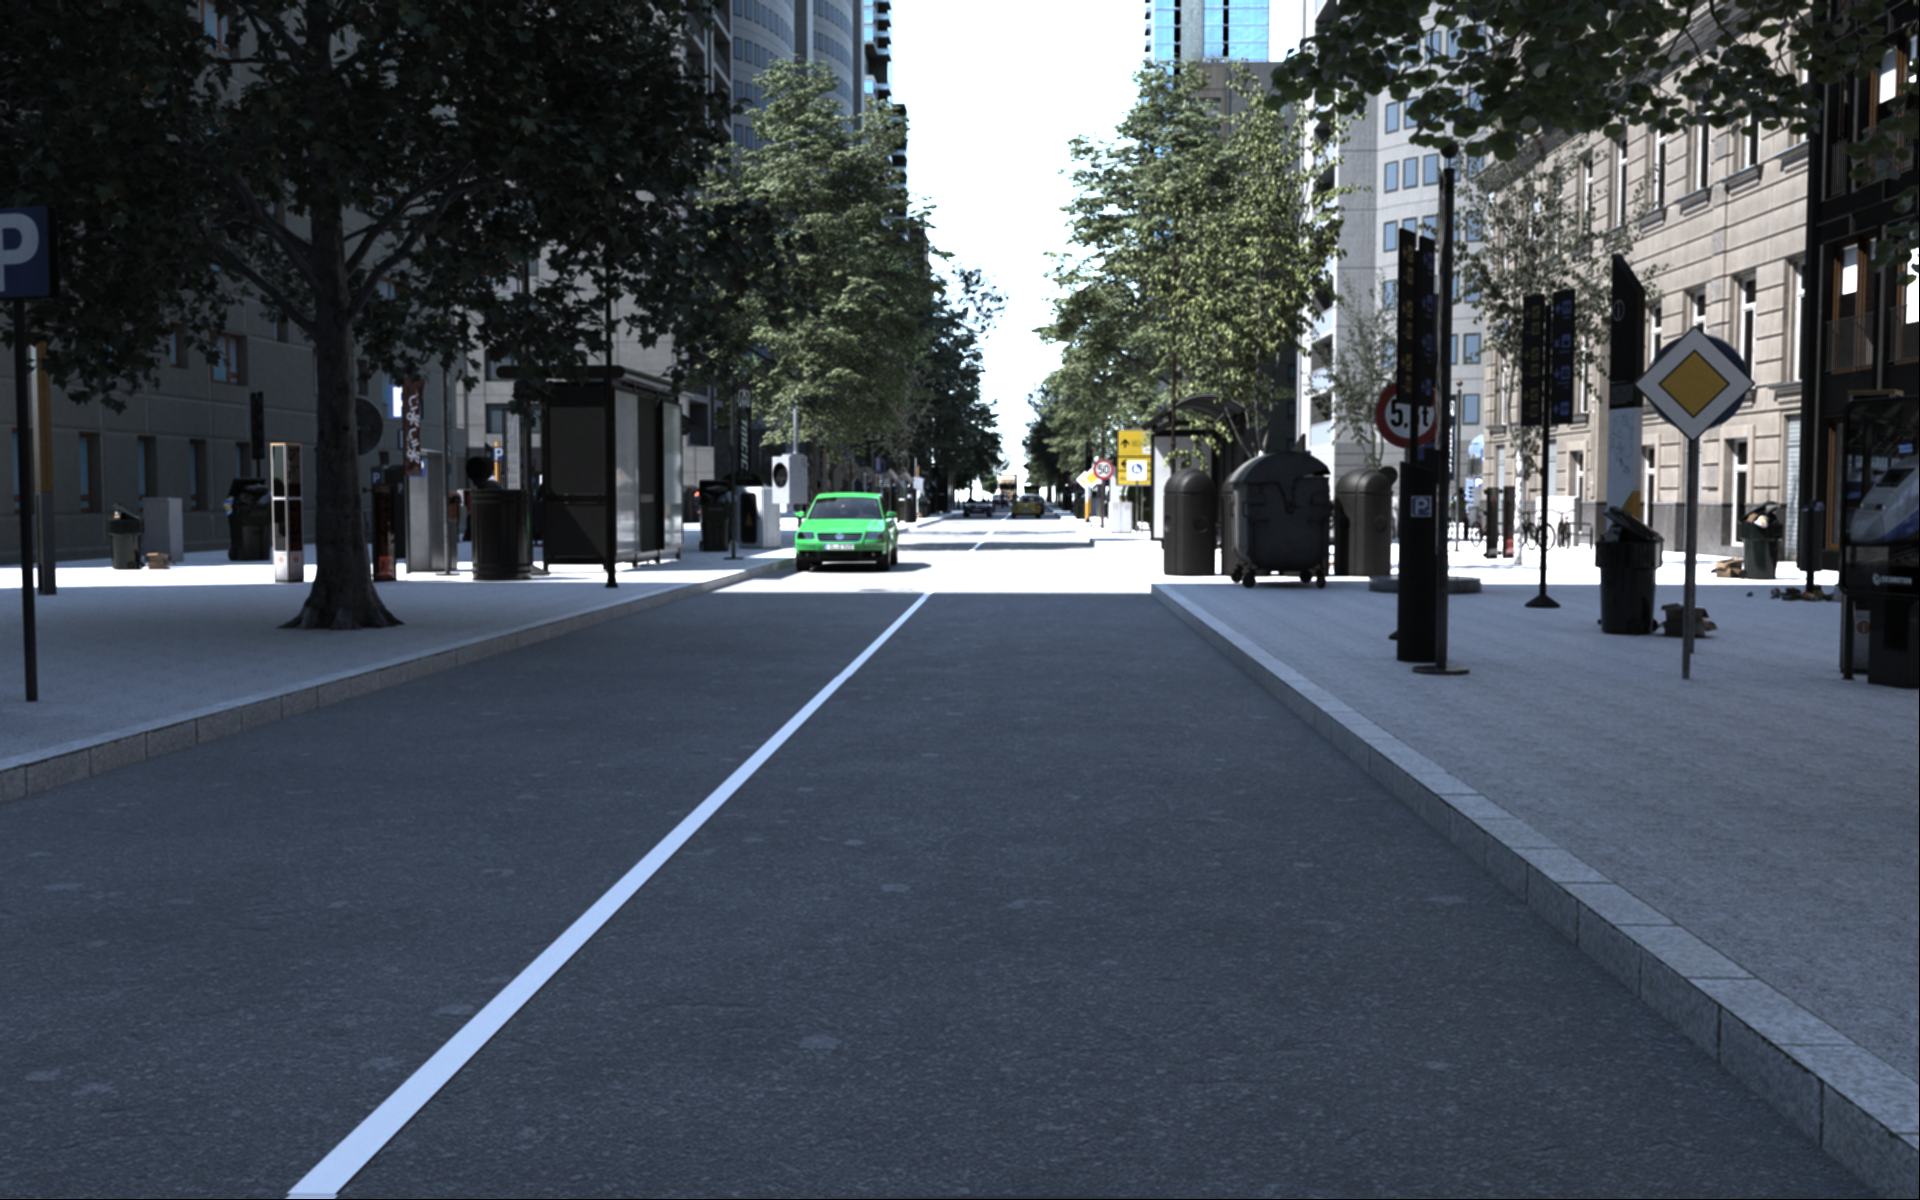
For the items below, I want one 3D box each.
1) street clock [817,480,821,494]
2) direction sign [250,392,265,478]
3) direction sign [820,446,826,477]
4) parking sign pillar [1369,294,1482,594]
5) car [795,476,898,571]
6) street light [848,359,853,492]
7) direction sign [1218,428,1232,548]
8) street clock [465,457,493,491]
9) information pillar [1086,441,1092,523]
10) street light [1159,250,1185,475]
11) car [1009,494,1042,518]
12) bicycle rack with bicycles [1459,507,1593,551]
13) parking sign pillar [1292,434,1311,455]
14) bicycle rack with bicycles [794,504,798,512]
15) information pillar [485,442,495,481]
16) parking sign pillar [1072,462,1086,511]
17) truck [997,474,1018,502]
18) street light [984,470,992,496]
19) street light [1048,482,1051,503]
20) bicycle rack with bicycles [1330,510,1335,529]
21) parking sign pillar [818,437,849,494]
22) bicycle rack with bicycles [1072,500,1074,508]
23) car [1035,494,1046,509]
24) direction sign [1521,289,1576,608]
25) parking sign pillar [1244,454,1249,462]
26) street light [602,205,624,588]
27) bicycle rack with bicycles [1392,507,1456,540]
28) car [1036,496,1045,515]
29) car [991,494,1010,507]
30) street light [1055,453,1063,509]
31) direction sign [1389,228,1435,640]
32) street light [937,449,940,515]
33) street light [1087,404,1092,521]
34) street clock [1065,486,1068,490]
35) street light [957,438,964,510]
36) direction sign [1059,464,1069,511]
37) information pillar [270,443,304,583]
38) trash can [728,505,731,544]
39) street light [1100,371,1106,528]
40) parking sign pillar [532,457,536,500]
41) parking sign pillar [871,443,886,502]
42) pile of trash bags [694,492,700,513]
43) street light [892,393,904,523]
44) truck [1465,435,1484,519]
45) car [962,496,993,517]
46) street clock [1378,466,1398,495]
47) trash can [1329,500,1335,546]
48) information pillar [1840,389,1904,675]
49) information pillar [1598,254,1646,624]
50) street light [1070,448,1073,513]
[{"bbox_3d":[-7.561,-5.286,90.997,0.471,2.002,0.358,-1,4,-16],"label":"street clock"},{"bbox_3d":[-15.669,-2.856,38.690,0.379,3.537,0.876,-3,4,-37],"label":"direction sign"},{"bbox_3d":[-6.193,-5.458,81.242,0.876,3.537,0.379,-2,4,-35],"label":"direction sign"},{"bbox_3d":[6.149,-2.099,22.795,1.447,3.967,1.447,1,4,12],"label":"parking sign pillar"},{"bbox_3d":[-2.164,-1.522,33.689,1.959,1.807,4.718,0,4,1],"label":"car"},{"bbox_3d":[-3.545,-5.077,55.797,0.468,5.910,1.993,0,4,2],"label":"street light"},{"bbox_3d":[6.280,-3.014,41.276,0.379,3.537,0.876,-1,4,-14],"label":"direction sign"},{"bbox_3d":[-9.291,-1.770,33.516,0.471,2.002,0.358,1,4,17],"label":"street clock"},{"bbox_3d":[5.745,-5.253,77.235,0.183,3.616,0.504,2,4,32],"label":"information pillar"},{"bbox_3d":[4.058,-3.677,32.907,0.468,5.910,1.993,0,4,2],"label":"street light"},{"bbox_3d":[3.935,-5.703,103.463,2.015,1.641,3.980,0,4,1],"label":"car"},{"bbox_3d":[13.369,-1.638,40.167,2.852,0.926,2.925,0,4,1],"label":"bicycle rack with bicycles"},{"bbox_3d":[15.276,-5.470,77.901,1.447,3.967,1.447,-1,4,-16],"label":"parking sign pillar"},{"bbox_3d":[-11.042,-6.799,124.552,2.925,0.926,2.852,1,4,23],"label":"bicycle rack with bicycles"},{"bbox_3d":[-21.136,-5.296,77.943,0.504,3.616,0.183,-3,5,-42],"label":"information pillar"},{"bbox_3d":[8.608,-8.129,121.385,1.447,3.967,1.447,-3,5,-40],"label":"parking sign pillar"},{"bbox_3d":[6.733,-15.471,241.859,2.839,4.237,11.283,0,4,3],"label":"truck"},{"bbox_3d":[3.703,-16.003,234.431,0.468,5.910,1.993,0,4,2],"label":"street light"},{"bbox_3d":[11.927,-15.412,224.767,0.468,5.910,1.993,0,4,2],"label":"street light"},{"bbox_3d":[12.889,-3.019,62.739,2.925,0.926,2.852,2,4,25],"label":"bicycle rack with bicycles"},{"bbox_3d":[-5.536,-5.430,77.251,1.447,3.967,1.447,3,5,42],"label":"parking sign pillar"},{"bbox_3d":[10.460,-7.982,143.894,2.925,0.926,2.852,1,4,18],"label":"bicycle rack with bicycles"},{"bbox_3d":[7.409,-9.578,168.599,2.014,1.417,4.499,0,4,2],"label":"car"},{"bbox_3d":[6.627,-1.688,19.597,0.379,3.537,0.876,-1,4,-19],"label":"direction sign"},{"bbox_3d":[19.211,-7.666,113.804,1.447,3.967,1.447,1,4,12],"label":"parking sign pillar"},{"bbox_3d":[-4.787,-3.109,23.625,0.468,5.910,1.993,0,4,2],"label":"street light"},{"bbox_3d":[13.067,-2.128,48.168,2.852,0.926,2.925,1,4,19],"label":"bicycle rack with bicycles"},{"bbox_3d":[5.059,-6.722,122.483,1.945,1.354,3.894,0,4,1],"label":"car"},{"bbox_3d":[4.662,-11.512,197.254,2.155,1.783,4.494,0,4,3],"label":"car"},{"bbox_3d":[9.292,-11.477,160.429,0.468,5.910,1.993,0,4,2],"label":"street light"},{"bbox_3d":[3.987,-1.419,15.205,0.379,3.537,0.876,2,4,33],"label":"direction sign"},{"bbox_3d":[-1.362,-8.302,108.523,0.468,5.910,1.993,0,4,2],"label":"street light"},{"bbox_3d":[6.224,-6.794,83.878,0.468,5.910,1.993,0,4,2],"label":"street light"},{"bbox_3d":[9.170,-8.727,147.254,0.471,2.002,0.358,-1,4,-12],"label":"street clock"},{"bbox_3d":[-0.073,-10.269,140.693,0.468,5.910,1.993,0,4,2],"label":"street light"},{"bbox_3d":[7.751,-8.362,128.722,0.876,3.537,0.379,-2,4,-31],"label":"direction sign"},{"bbox_3d":[-9.749,-1.261,25.112,0.304,2.012,0.304,2,4,25],"label":"information pillar"},{"bbox_3d":[-5.933,-1.883,42.436,0.748,1.137,0.748,0,3,0],"label":"trash can"},{"bbox_3d":[5.365,-5.647,65.109,0.468,5.910,1.993,0,4,2],"label":"street light"},{"bbox_3d":[-22.423,-6.136,88.789,1.447,3.967,1.447,1,4,23],"label":"parking sign pillar"},{"bbox_3d":[-4.344,-6.359,92.443,1.447,3.967,1.447,1,4,15],"label":"parking sign pillar"},{"bbox_3d":[-12.439,-4.335,80.637,3.447,1.369,1.912,3,4,36],"label":"pile of trash bags"},{"bbox_3d":[-2.701,-6.286,75.561,0.468,5.910,1.993,0,4,2],"label":"street light"},{"bbox_3d":[29.287,-4.870,69.381,18.799,4.110,2.967,0,4,4],"label":"truck"},{"bbox_3d":[1.135,-5.870,108.554,1.945,1.354,3.894,0,4,3],"label":"car"},{"bbox_3d":[11.145,-2.485,45.204,0.471,2.002,0.358,0,4,-3],"label":"street clock"},{"bbox_3d":[9.135,-1.935,43.293,0.748,1.137,0.748,0,3,0],"label":"trash can"},{"bbox_3d":[6.506,-0.481,12.364,0.304,2.012,0.304,3,4,39],"label":"information pillar"},{"bbox_3d":[6.428,-1.554,16.762,0.183,3.616,0.504,-1,4,-9],"label":"information pillar"},{"bbox_3d":[7.515,-8.790,116.508,0.468,5.910,1.993,0,4,2],"label":"street light"}]
